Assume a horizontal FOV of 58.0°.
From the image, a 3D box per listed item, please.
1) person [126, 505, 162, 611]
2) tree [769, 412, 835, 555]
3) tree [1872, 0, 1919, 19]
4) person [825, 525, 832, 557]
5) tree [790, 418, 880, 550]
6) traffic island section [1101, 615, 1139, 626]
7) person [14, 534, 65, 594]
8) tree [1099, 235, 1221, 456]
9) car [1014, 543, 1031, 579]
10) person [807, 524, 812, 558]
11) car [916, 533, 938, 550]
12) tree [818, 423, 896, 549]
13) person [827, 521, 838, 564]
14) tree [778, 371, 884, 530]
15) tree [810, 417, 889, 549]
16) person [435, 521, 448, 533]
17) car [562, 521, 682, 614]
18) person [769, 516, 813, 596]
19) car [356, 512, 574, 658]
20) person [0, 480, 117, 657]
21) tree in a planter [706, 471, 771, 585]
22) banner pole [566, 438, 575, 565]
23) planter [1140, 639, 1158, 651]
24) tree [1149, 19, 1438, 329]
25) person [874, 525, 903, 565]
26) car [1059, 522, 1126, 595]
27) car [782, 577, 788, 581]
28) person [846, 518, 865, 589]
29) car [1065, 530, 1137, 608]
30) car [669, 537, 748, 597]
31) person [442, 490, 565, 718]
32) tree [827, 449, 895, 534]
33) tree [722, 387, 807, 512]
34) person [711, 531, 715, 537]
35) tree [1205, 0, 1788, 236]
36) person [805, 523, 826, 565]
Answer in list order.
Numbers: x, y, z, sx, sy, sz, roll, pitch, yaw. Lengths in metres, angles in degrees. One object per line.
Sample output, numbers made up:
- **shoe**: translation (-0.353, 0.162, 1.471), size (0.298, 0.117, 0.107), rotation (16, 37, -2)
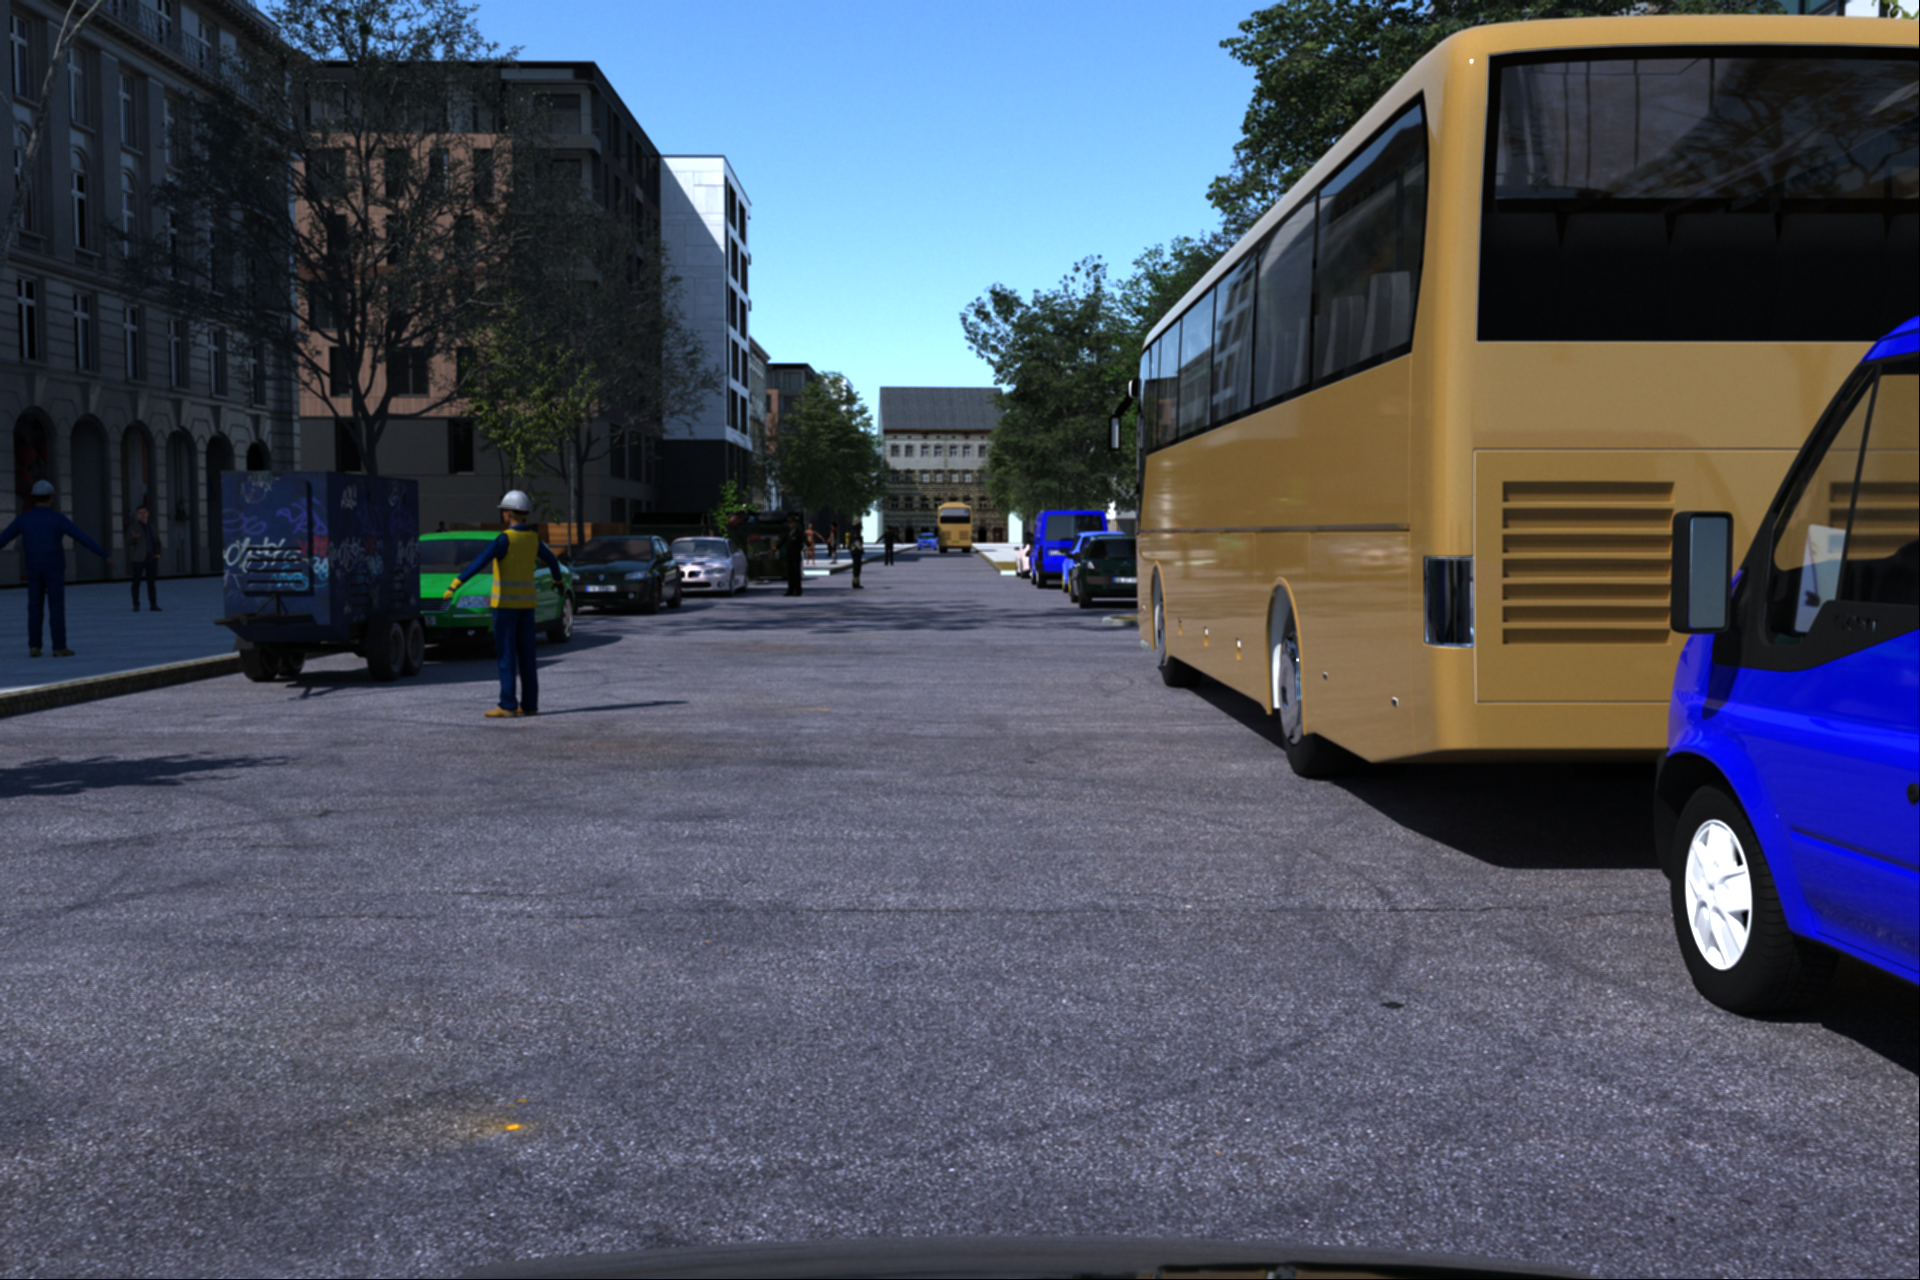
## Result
- **person**: translation (-13.447, -1.350, 28.651), size (0.617, 1.759, 0.750), rotation (-3, 5, -40)
- **tree**: translation (-9.473, -9.435, 104.629), size (4.737, 8.622, 4.395), rotation (0, 3, 0)
- **tree**: translation (8.904, -3.859, 13.452), size (4.737, 8.622, 4.395), rotation (0, 3, 0)
- **person**: translation (-7.427, -5.622, 98.053), size (0.705, 1.813, 1.348), rotation (-1, 4, -14)
- **tree**: translation (-9.870, -12.348, 136.300), size (7.601, 10.594, 8.767), rotation (0, 4, -4)
- **traffic island section**: translation (3.294, -0.303, 27.828), size (1.991, 0.108, 1.994), rotation (0, 4, 0)
- **person**: translation (-19.826, -1.884, 37.262), size (1.216, 1.778, 0.721), rotation (1, 4, 11)
- **tree**: translation (8.646, -8.193, 59.705), size (9.928, 11.665, 9.643), rotation (0, 3, 0)
- **car**: translation (2.850, -2.736, 57.095), size (2.083, 1.381, 4.827), rotation (0, 4, -1)
- **person**: translation (-7.962, -5.216, 91.460), size (0.705, 1.806, 1.347), rotation (0, 4, -4)
- **car**: translation (-2.882, -8.773, 153.027), size (1.945, 1.707, 3.694), rotation (0, 3, 0)
- **tree**: translation (-9.759, -12.913, 145.545), size (8.767, 10.594, 7.601), rotation (-1, 4, -10)
- **person**: translation (-5.435, -4.171, 74.335), size (0.704, 1.843, 1.345), rotation (1, 4, 9)
- **tree**: translation (-9.340, -12.394, 120.765), size (7.486, 12.596, 7.792), rotation (0, 3, 0)
- **tree**: translation (-9.951, -13.939, 153.658), size (9.928, 11.665, 9.643), rotation (0, 3, 0)
- **person**: translation (-18.695, -3.428, 62.765), size (0.721, 1.740, 1.216), rotation (3, 5, 43)
- **car**: translation (-6.277, -1.373, 32.237), size (2.009, 1.686, 4.222), rotation (0, 4, 0)
- **person**: translation (-3.847, -1.925, 39.873), size (1.347, 1.837, 0.705), rotation (3, 4, 37)
- **car**: translation (-6.054, -0.774, 21.455), size (1.959, 1.807, 4.718), rotation (0, 4, 0)
- **person**: translation (-9.564, -0.749, 18.130), size (1.347, 1.842, 0.705), rotation (0, 4, -7)
- **tree in a planter**: translation (-6.429, -3.185, 49.301), size (1.991, 3.239, 1.994), rotation (0, 4, 0)
- **banner pole**: translation (-10.186, -3.385, 45.360), size (0.401, 3.779, 0.863), rotation (0, 3, 0)
- **planter**: translation (3.302, -0.039, 21.780), size (1.991, 0.319, 1.994), rotation (0, 4, 0)
- **tree**: translation (9.594, -7.972, 40.715), size (12.009, 13.543, 11.850), rotation (0, 3, 0)
- **person**: translation (-3.253, -4.341, 79.360), size (1.347, 1.837, 0.705), rotation (-1, 4, -13)
- **car**: translation (3.357, -1.942, 41.344), size (1.945, 1.707, 3.694), rotation (0, 4, 0)
- **car**: translation (-6.037, -2.771, 54.104), size (1.959, 1.807, 4.718), rotation (0, 3, 0)
- **person**: translation (-2.680, -2.277, 45.470), size (0.705, 1.856, 1.354), rotation (0, 4, -8)
- **car**: translation (3.158, -1.537, 34.915), size (2.009, 1.686, 4.222), rotation (0, 4, 0)
- **car**: translation (-6.120, -1.753, 41.021), size (2.083, 1.381, 4.827), rotation (0, 4, 0)
- **person**: translation (-3.560, -0.289, 13.655), size (0.721, 1.772, 1.216), rotation (2, 4, 33)
- **tree**: translation (-9.796, -14.061, 164.313), size (7.601, 10.594, 8.767), rotation (-1, 4, -16)
- **tree**: translation (-9.176, -8.318, 86.359), size (4.360, 8.622, 3.978), rotation (0, 3, 0)
- **person**: translation (-10.854, -4.062, 75.674), size (0.991, 1.433, 0.599), rotation (-2, 4, -28)
- **tree**: translation (8.785, -7.470, 28.782), size (9.857, 13.997, 8.962), rotation (0, 3, 0)
- **person**: translation (-6.191, -3.981, 71.894), size (1.217, 1.733, 0.721), rotation (-1, 4, -13)
